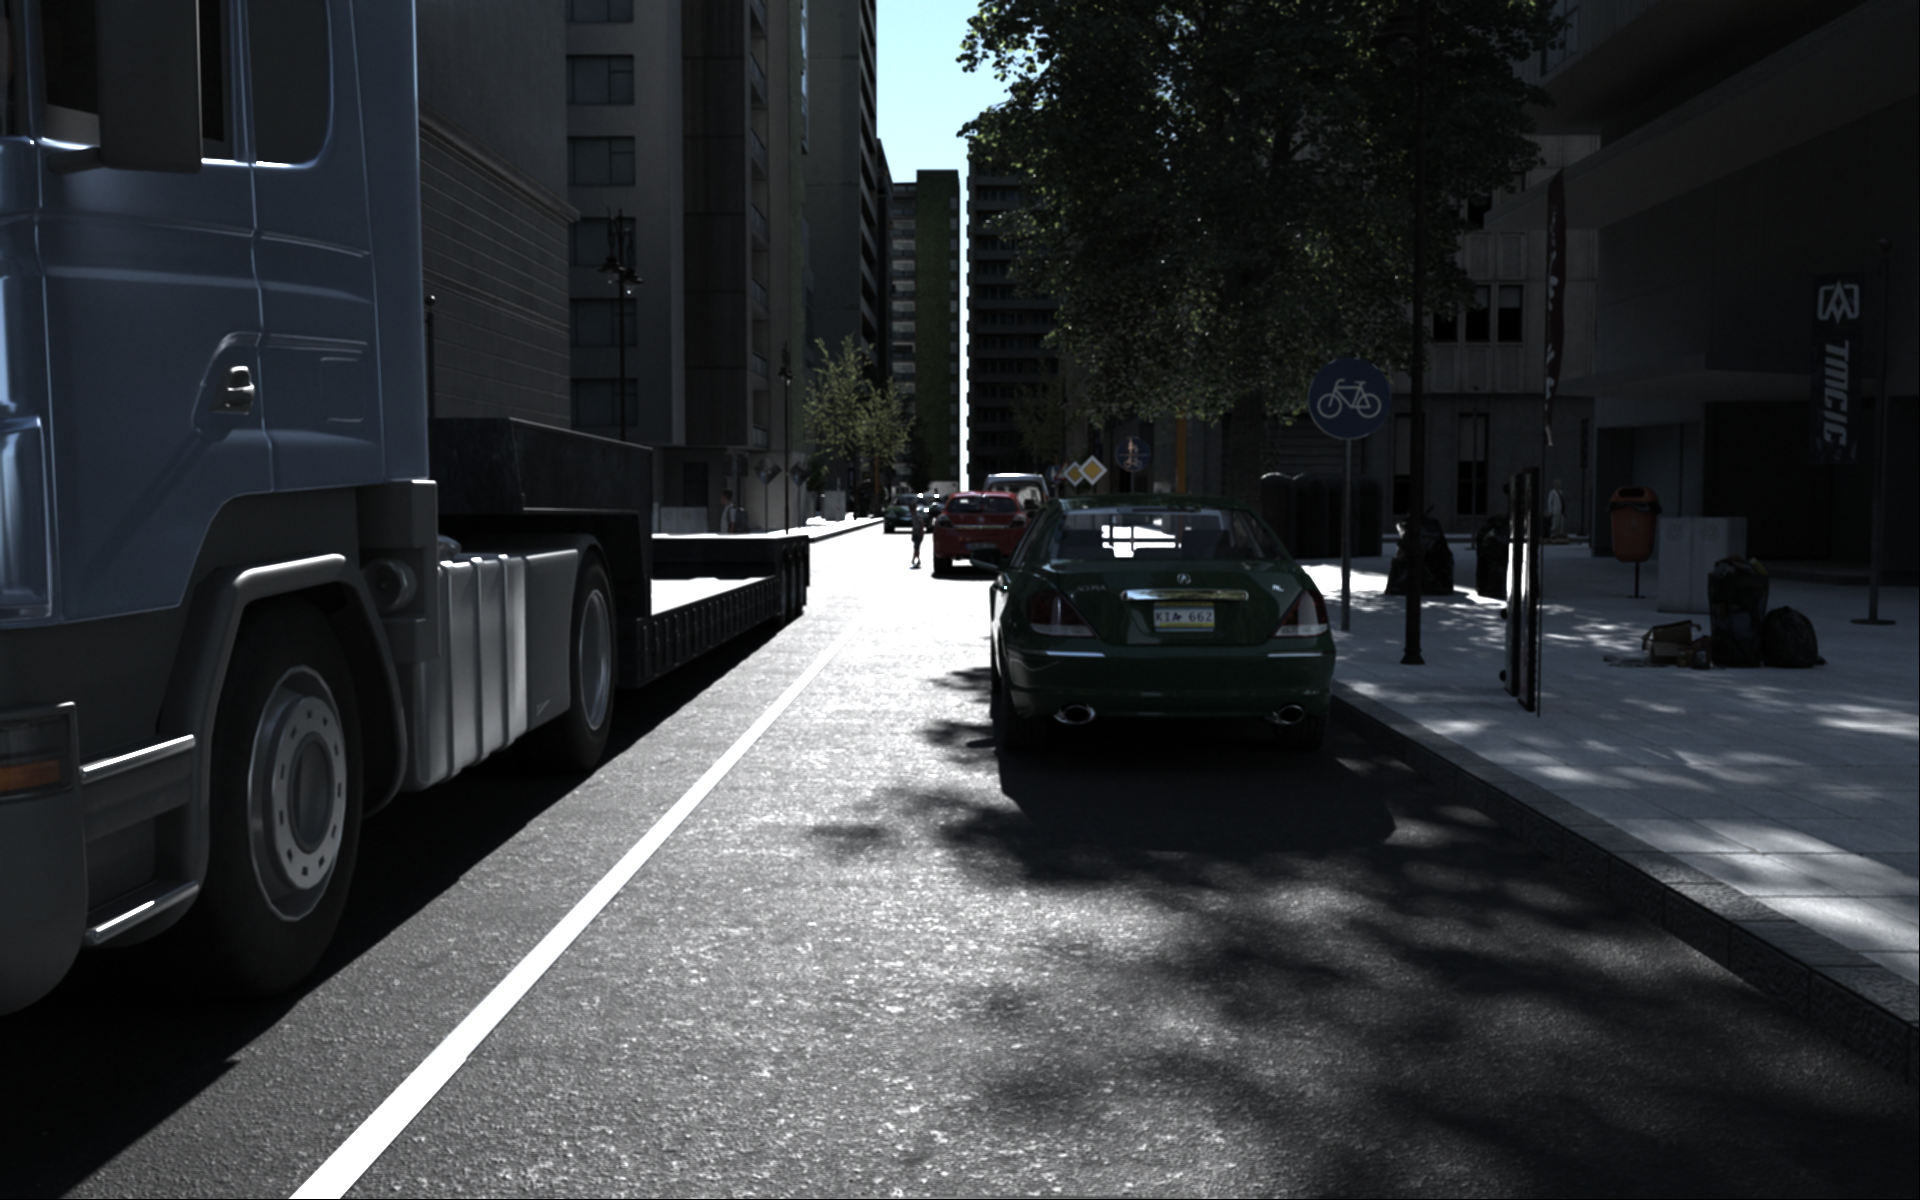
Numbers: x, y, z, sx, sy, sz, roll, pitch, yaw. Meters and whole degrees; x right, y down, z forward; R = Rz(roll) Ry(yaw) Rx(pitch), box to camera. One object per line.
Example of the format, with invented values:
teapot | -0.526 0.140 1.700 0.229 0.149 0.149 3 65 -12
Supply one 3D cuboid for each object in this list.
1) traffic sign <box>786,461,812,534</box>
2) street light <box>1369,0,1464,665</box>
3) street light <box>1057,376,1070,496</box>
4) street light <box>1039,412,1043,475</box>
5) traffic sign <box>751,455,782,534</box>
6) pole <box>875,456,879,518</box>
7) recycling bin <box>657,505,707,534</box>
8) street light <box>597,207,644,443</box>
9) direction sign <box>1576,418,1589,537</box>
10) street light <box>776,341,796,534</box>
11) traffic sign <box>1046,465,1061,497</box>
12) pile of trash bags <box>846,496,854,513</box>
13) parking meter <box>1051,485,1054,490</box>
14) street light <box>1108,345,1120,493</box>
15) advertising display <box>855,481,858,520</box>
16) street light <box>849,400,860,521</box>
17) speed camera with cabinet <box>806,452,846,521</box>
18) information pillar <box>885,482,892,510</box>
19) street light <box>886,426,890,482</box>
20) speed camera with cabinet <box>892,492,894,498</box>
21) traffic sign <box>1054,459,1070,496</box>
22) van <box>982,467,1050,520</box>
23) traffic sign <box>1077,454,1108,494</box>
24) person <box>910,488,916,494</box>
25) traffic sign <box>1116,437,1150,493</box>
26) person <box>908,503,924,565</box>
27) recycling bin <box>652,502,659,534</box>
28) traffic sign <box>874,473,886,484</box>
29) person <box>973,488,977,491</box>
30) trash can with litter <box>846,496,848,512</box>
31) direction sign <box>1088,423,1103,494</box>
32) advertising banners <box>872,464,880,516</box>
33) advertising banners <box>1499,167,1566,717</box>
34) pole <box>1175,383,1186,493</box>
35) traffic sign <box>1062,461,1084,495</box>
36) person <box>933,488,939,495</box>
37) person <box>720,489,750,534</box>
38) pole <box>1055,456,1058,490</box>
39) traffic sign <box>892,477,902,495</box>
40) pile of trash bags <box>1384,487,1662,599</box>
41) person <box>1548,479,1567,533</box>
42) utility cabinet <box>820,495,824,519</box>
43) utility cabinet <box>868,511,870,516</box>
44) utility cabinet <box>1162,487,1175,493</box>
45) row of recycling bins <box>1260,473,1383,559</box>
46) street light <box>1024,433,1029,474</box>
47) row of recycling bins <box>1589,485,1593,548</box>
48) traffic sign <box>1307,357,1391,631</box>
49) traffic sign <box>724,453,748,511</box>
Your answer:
traffic sign | -4.838 -2.967 52.145 0.795 2.450 0.064 0 4 1
street light | 3.420 -2.454 12.912 0.468 5.910 1.993 0 4 1
street light | 4.070 -5.821 67.959 0.468 5.910 1.993 0 4 1
street light | 4.497 -7.612 97.249 0.468 5.910 1.993 0 4 1
traffic sign | -4.931 -2.478 44.161 0.795 2.450 0.064 0 4 1
pole | -4.421 -6.032 92.471 0.158 3.312 0.155 0 3 0
recycling bin | -5.305 -1.269 33.300 0.722 1.027 0.722 1 4 10
street light | -5.496 -3.391 28.226 0.468 5.910 1.993 0 4 1
direction sign | 18.840 -3.690 52.325 0.379 3.537 0.876 1 4 8
street light | -5.241 -4.864 52.321 0.468 5.910 1.993 0 4 1
traffic sign | 4.163 -4.629 75.784 0.768 2.556 0.104 0 4 5
pile of trash bags | -6.536 -6.620 117.995 1.912 1.369 3.447 -3 5 -43
parking meter | 5.897 -6.288 108.524 0.399 1.863 0.255 -3 5 -42
street light | 3.751 -4.282 42.800 0.468 5.910 1.993 0 4 1
advertising display | -5.125 -4.913 85.546 0.123 1.923 0.974 0 4 1
street light | -4.999 -6.685 82.089 0.468 5.910 1.993 0 4 1
speed camera with cabinet | -6.489 -5.398 82.597 2.038 3.252 0.660 -1 4 -10
information pillar | -4.212 -5.944 101.672 0.304 2.012 0.304 -2 4 -29
street light | -4.576 -8.477 111.379 0.468 5.910 1.993 0 4 1
speed camera with cabinet | -5.859 -8.136 127.352 2.038 3.252 0.660 0 4 1
traffic sign | 3.957 -3.963 64.798 0.884 2.594 0.081 0 4 8
van | 1.182 -1.874 37.656 2.013 2.044 4.112 0 4 1
traffic sign | 3.362 -2.471 44.044 0.795 2.450 0.064 0 4 1
person | -3.011 -6.277 111.102 0.573 1.828 0.580 -3 5 -44
traffic sign | 3.852 -2.357 38.642 0.768 2.556 0.104 0 4 2
person | -0.877 -1.331 34.945 0.352 1.250 0.332 1 4 8
recycling bin | -9.477 -2.415 52.045 0.722 1.027 0.722 0 4 2
traffic sign | -4.795 -6.292 102.975 0.768 2.556 0.104 0 4 5
person | 0.673 -4.739 86.818 0.643 1.720 0.563 2 4 32
trash can with litter | -8.011 -6.365 115.452 1.055 1.170 0.624 2 4 33
direction sign | 4.278 -3.874 55.330 0.379 3.537 0.876 -1 4 -18
advertising banners | -4.973 -6.455 101.729 0.090 3.025 2.074 1 4 12
advertising banners | 3.417 -0.867 10.364 0.090 3.025 2.074 1 4 11
pole | 3.998 -2.297 31.391 0.158 3.312 0.155 0 3 0
traffic sign | 3.455 -2.959 52.029 0.795 2.450 0.064 0 4 1
person | -1.397 -6.023 107.319 0.599 1.781 0.374 1 4 18
person | -3.331 -0.855 25.079 0.503 1.515 0.523 3 5 43
pole | 5.081 -5.962 91.320 0.158 3.312 0.155 0 3 0
traffic sign | -4.680 -7.727 126.342 0.884 2.594 0.081 0 4 5
pile of trash bags | 7.061 -0.746 21.944 3.447 1.369 1.912 2 4 33
person | 16.280 -2.390 47.454 0.818 1.842 0.514 2 4 28
utility cabinet | -6.808 -4.838 90.265 0.306 1.237 1.020 3 5 41
utility cabinet | -5.778 -5.638 103.342 0.306 1.237 1.020 2 4 30
utility cabinet | 6.820 -2.926 56.513 0.318 1.500 1.173 1 4 17
row of recycling bins | 7.289 -1.702 34.945 3.534 1.692 1.069 -3 4 -39
street light | 4.871 -9.417 126.759 0.468 5.910 1.993 0 4 1
row of recycling bins | 15.343 -1.999 39.802 1.069 1.692 3.534 0 4 2
traffic sign | 3.621 -0.984 16.199 0.768 2.556 0.104 0 4 4
traffic sign | -5.517 -2.479 42.662 0.606 2.300 0.079 0 4 5
